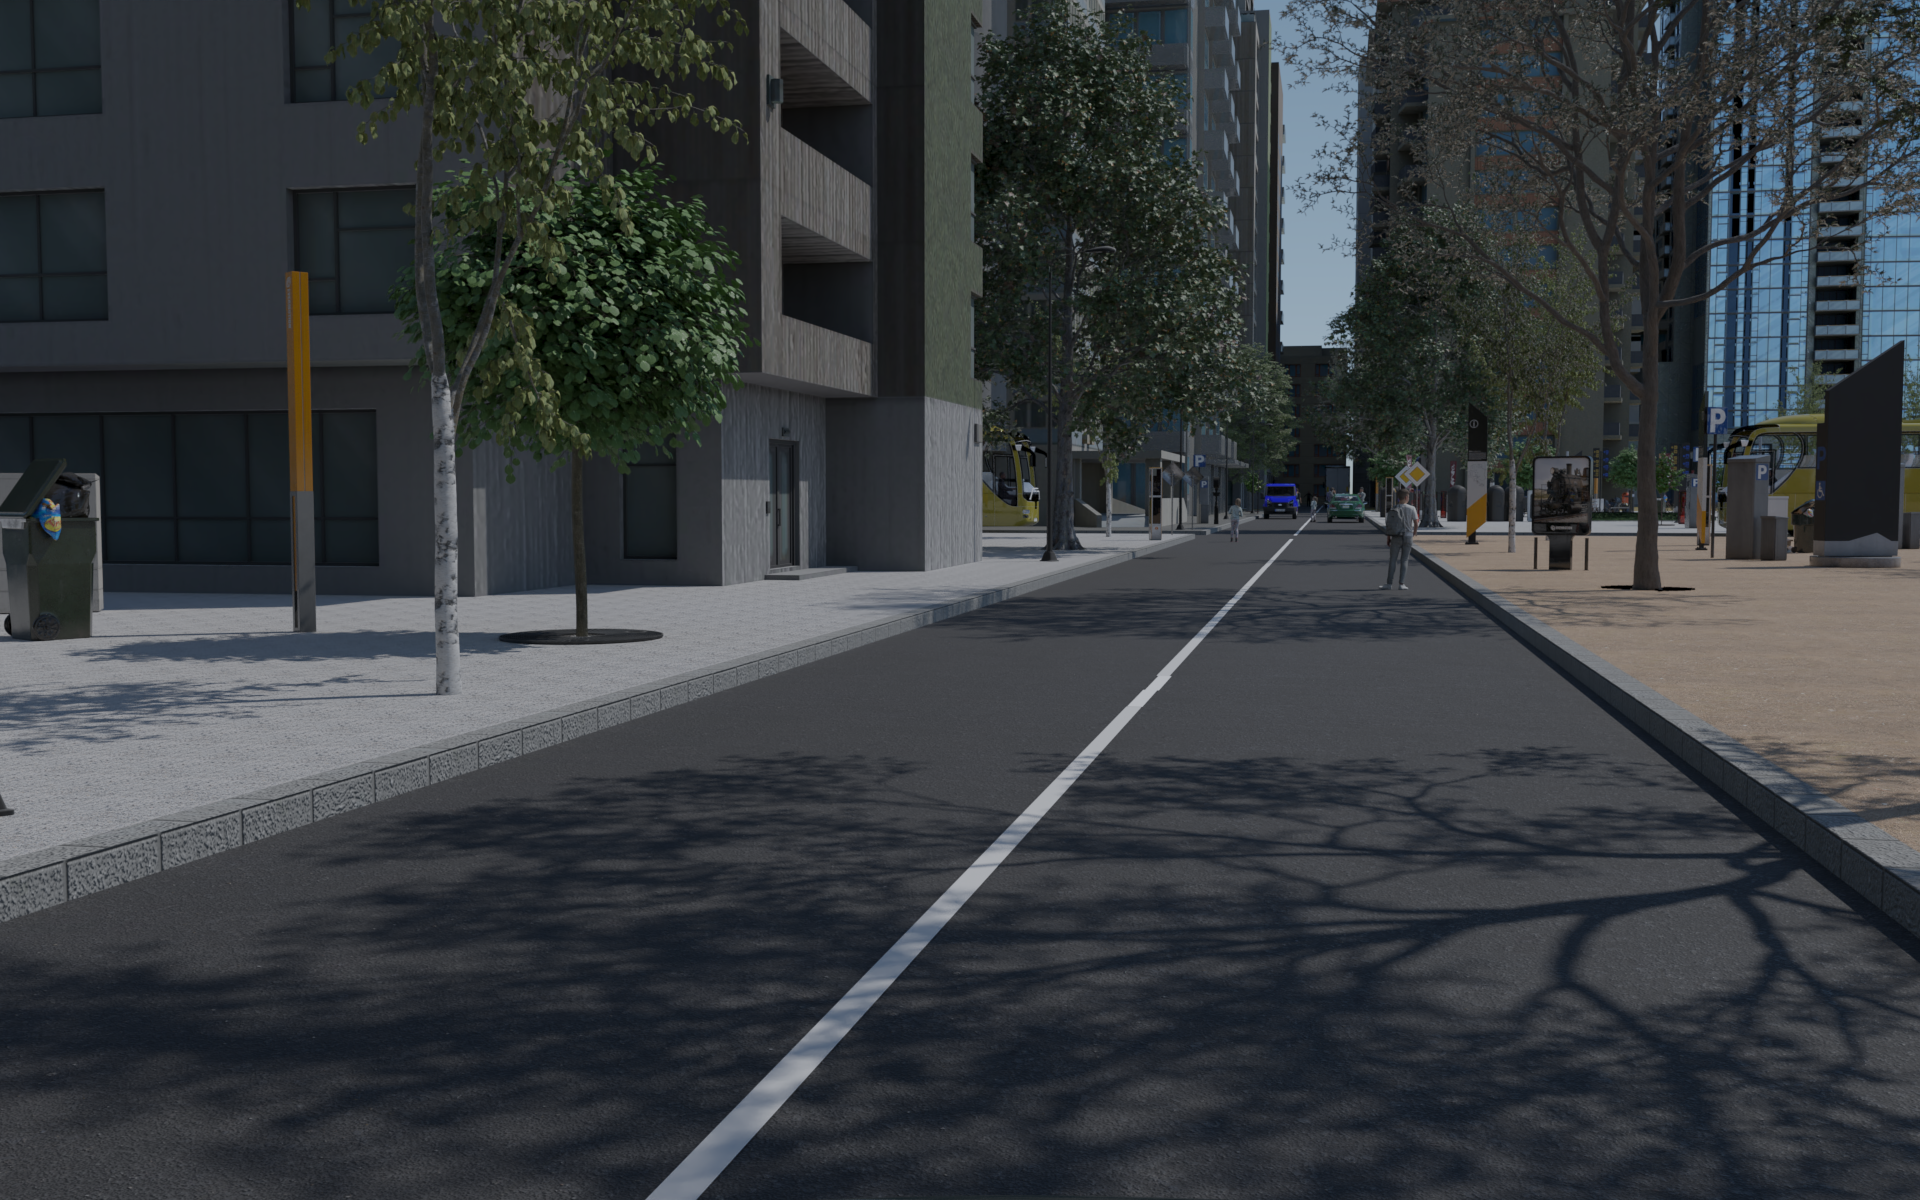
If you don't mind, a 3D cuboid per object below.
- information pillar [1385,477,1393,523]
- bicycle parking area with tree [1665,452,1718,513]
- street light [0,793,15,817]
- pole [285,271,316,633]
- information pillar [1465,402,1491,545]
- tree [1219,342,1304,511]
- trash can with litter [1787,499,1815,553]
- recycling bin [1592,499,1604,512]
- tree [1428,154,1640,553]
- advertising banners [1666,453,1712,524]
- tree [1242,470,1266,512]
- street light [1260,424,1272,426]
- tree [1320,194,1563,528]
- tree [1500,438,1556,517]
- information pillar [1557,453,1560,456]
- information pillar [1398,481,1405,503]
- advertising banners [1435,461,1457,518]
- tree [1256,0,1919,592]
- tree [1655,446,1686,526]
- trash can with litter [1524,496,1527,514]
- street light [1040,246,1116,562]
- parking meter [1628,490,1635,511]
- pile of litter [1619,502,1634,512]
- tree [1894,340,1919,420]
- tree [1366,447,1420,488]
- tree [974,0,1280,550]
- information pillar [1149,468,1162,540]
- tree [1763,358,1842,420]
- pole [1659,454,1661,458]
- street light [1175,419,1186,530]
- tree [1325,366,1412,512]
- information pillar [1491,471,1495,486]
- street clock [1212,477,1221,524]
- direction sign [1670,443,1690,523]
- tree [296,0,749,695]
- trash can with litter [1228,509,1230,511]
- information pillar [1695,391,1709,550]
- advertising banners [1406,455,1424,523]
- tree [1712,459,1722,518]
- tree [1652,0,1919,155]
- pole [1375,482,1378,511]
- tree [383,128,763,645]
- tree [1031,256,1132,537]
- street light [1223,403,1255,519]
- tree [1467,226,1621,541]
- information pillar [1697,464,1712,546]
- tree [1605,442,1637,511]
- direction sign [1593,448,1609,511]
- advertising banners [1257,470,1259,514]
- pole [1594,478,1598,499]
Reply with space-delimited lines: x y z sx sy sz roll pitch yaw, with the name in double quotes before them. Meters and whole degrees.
"information pillar" 18.743 -4.352 75.655 0.304 2.012 0.304 1 4 16
"bicycle parking area with tree" 51.863 -8.069 118.928 8.231 4.147 9.016 -1 4 -20
"street light" -3.443 -2.084 6.618 1.470 5.913 1.316 1 4 12
"pole" -6.100 -1.357 16.023 0.158 3.312 0.155 0 3 0
"information pillar" 13.100 -3.215 43.918 0.504 3.616 0.183 1 4 19
"tree" 22.108 -12.943 129.750 7.486 12.596 7.792 0 3 0
"trash can with litter" 18.245 -1.621 37.883 0.624 1.170 1.055 -3 4 -36
"recycling bin" 33.865 -4.892 92.532 0.722 1.027 0.722 -3 4 -36
"tree" 12.274 -5.332 37.545 4.360 8.622 3.978 0 3 0
"advertising banners" 30.826 -4.731 73.539 2.074 3.025 0.090 1 4 17
"tree" 21.173 -7.945 124.508 1.663 3.219 1.824 0 3 0
"street light" 19.944 -8.688 114.589 1.470 5.913 1.316 1 4 12
"tree" 18.082 -9.130 66.288 9.611 12.733 9.660 0 3 0
"tree" 31.658 -6.897 96.483 4.285 4.588 4.351 0 3 0
"information pillar" 33.982 -6.568 98.734 0.183 3.616 0.504 -1 4 -13
"information pillar" 22.071 -5.017 86.516 0.304 2.012 0.304 0 4 -3
"advertising banners" 25.625 -5.846 91.775 0.090 3.025 2.074 -1 4 -22
"tree" 9.051 -6.875 22.782 12.009 13.543 11.850 0 3 0
"tree" 28.602 -4.624 70.199 1.663 3.219 1.824 0 3 0
"trash can with litter" 38.506 -6.305 114.146 1.678 1.210 2.233 0 4 2
"street light" 2.232 -3.682 32.746 1.470 5.913 1.316 1 4 12
"parking meter" 44.209 -6.463 114.074 0.372 1.533 0.369 0 3 0
"pile of litter" 34.927 -4.693 90.698 1.176 0.858 1.719 -2 4 -29
"tree" 45.360 -8.070 82.314 4.737 8.622 4.395 0 3 0
"tree" 25.172 -7.077 99.429 4.285 4.588 4.351 0 3 0
"tree" 2.507 -7.501 39.645 9.611 12.733 9.660 0 3 0
"information pillar" 5.422 -2.663 48.037 0.304 2.012 0.304 0 4 -7
"tree" 46.083 -8.821 94.584 4.737 8.622 4.395 0 3 0
"pole" 35.354 -5.722 87.397 0.158 3.312 0.155 0 3 0
"street light" 8.427 -5.457 61.770 1.470 5.913 1.316 1 4 12
"tree" 29.897 -12.088 123.394 9.928 11.665 9.643 0 3 0
"information pillar" 38.662 -8.223 125.804 0.183 3.616 0.504 -1 4 -11
"street clock" 10.877 -4.213 73.448 0.358 2.002 0.471 1 4 15
"direction sign" 31.916 -5.191 76.862 0.876 3.537 0.379 0 4 -2
"tree" -3.044 -3.701 10.878 4.737 8.622 4.395 0 3 0
"trash can with litter" 20.441 -7.587 135.101 1.678 1.210 2.233 -3 5 -40
"information pillar" 16.966 -2.949 39.574 0.183 3.616 0.504 1 4 9
"advertising banners" 20.423 -4.964 77.357 0.090 3.025 2.074 3 5 44
"tree" 41.365 -6.118 94.639 1.663 3.219 1.824 0 3 0
"tree" 5.193 -4.451 7.179 8.767 10.594 7.601 3 5 43
"pole" 31.099 -8.279 129.206 0.158 3.312 0.155 0 3 0
"tree" -3.390 -1.936 15.366 4.285 4.588 4.351 0 3 0
"tree" 4.226 -6.188 51.542 4.737 8.622 4.395 0 3 0
"street light" 14.091 -7.056 87.900 1.470 5.913 1.316 1 4 12
"tree" 16.237 -5.956 47.744 4.737 8.622 4.395 0 3 0
"information pillar" 18.558 -2.366 43.172 0.304 2.012 0.304 2 4 26
"tree" 42.717 -7.719 109.921 4.285 4.588 4.351 0 3 0
"direction sign" 31.482 -5.697 85.148 0.876 3.537 0.379 -1 4 -15
"advertising banners" 19.360 -7.111 112.454 0.090 3.025 2.074 1 4 8
"pole" 42.485 -7.453 115.697 0.158 3.312 0.155 0 3 0
